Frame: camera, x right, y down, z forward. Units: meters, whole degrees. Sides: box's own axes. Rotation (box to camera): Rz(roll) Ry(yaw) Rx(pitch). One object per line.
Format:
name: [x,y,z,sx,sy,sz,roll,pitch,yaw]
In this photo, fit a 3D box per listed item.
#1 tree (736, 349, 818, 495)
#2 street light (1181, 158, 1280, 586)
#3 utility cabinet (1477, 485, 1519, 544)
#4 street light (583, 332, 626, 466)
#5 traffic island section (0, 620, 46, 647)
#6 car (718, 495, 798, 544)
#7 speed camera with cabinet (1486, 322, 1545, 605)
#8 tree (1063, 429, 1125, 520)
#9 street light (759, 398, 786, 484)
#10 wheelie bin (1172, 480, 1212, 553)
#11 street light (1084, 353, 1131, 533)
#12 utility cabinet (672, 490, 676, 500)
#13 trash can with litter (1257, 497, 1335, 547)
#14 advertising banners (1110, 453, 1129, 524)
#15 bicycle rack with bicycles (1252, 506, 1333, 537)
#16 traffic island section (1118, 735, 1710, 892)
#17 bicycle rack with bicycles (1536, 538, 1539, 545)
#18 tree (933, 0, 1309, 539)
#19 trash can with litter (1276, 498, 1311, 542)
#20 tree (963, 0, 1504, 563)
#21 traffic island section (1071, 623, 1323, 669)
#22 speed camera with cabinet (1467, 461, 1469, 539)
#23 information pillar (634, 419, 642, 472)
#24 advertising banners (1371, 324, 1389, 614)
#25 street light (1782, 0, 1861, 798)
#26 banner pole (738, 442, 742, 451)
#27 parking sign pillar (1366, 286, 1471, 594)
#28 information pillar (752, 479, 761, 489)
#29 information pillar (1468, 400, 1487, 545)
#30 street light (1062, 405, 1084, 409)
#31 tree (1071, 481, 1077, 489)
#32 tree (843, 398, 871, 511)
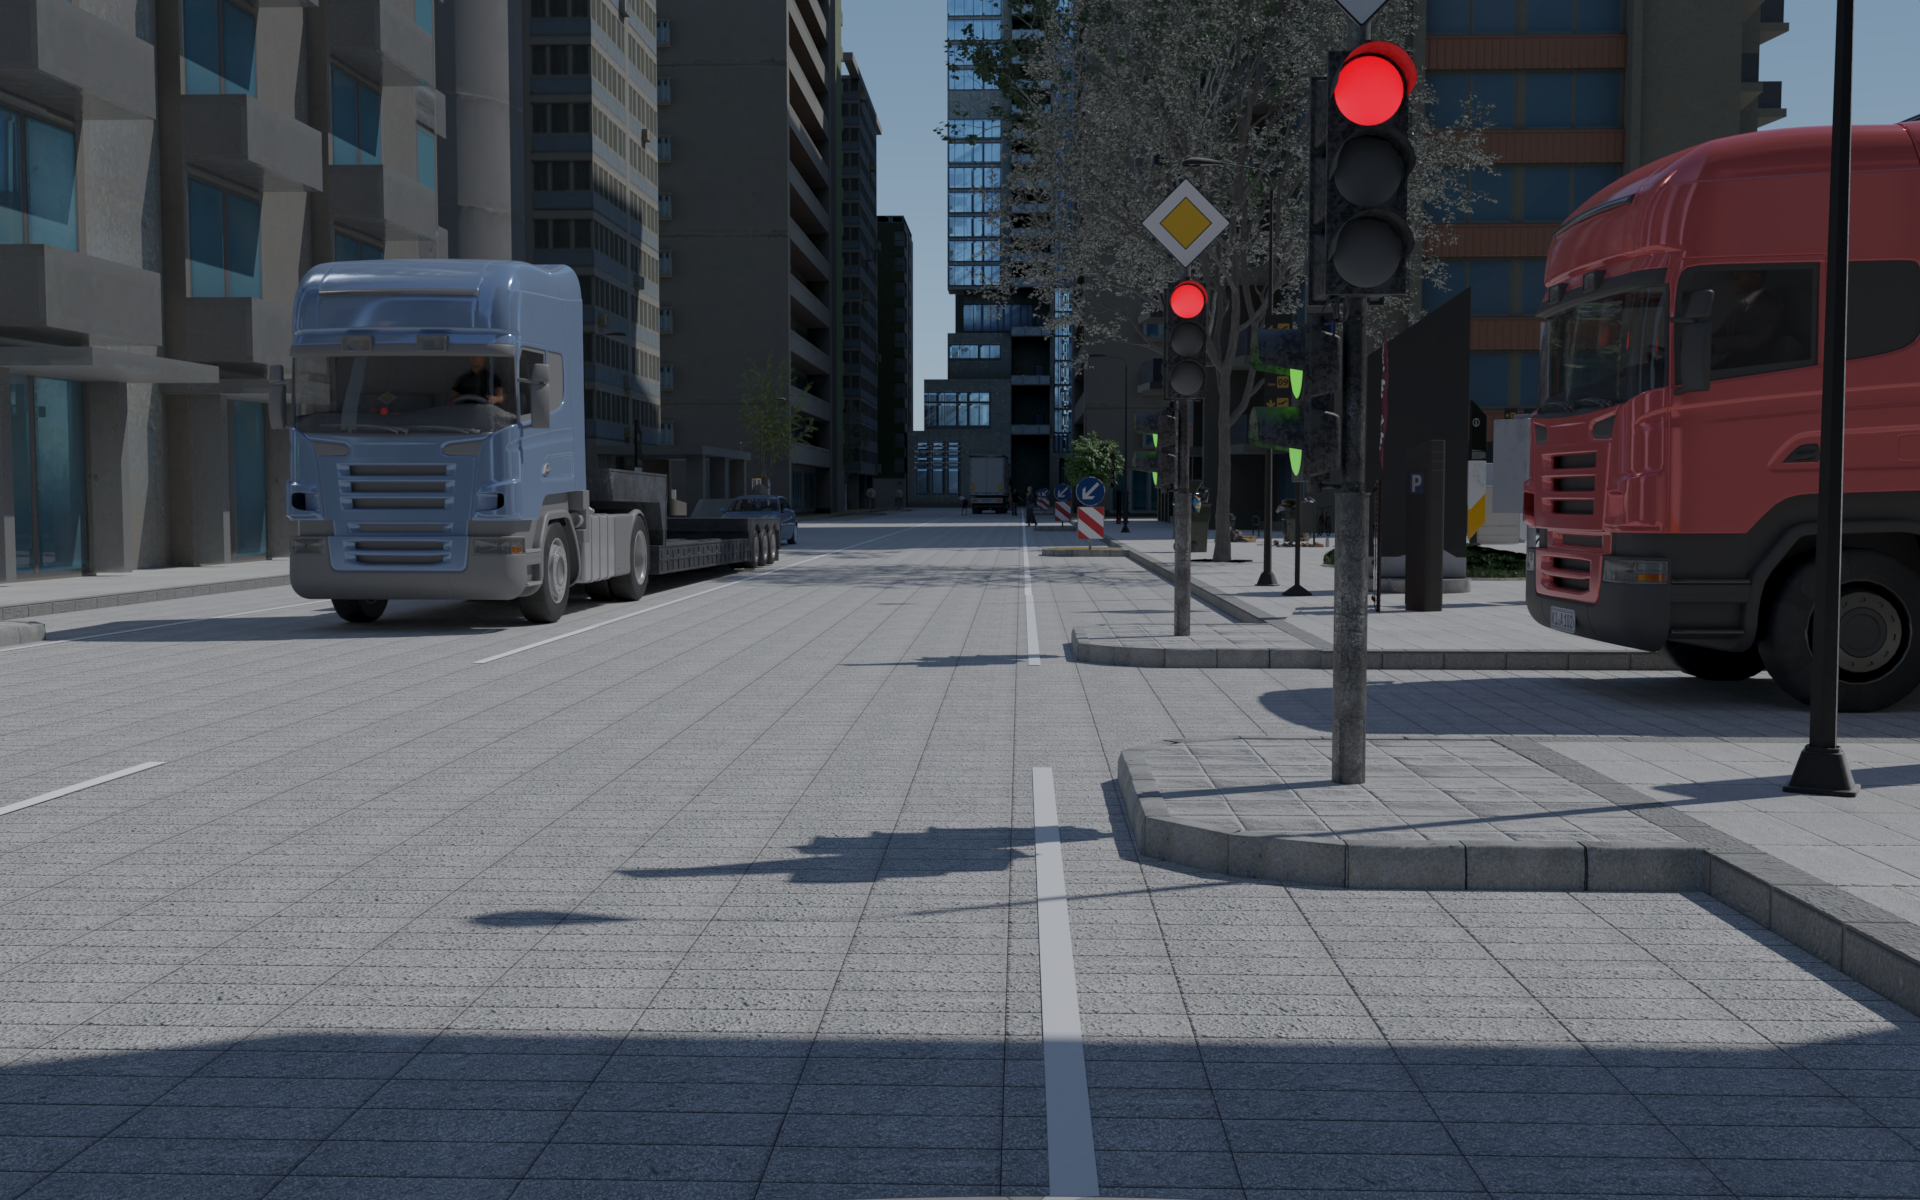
tree: [-9.657,-8.477,88.955,4.737,8.622,4.395,0,3,0]
street light: [3.758,-3.151,24.067,1.470,5.913,1.316,0,4,2]
utility cabinet: [13.579,-2.155,43.908,1.173,1.500,0.318,-1,4,-16]
street light: [-10.241,-4.719,49.695,1.470,5.913,1.316,0,4,2]
traffic island section: [-9.999,0.376,16.126,2.009,0.180,2.903,0,4,2]
car: [-5.638,-2.221,48.320,2.014,1.417,4.499,0,4,4]
speed camera with cabinet: [7.255,-1.601,20.514,2.038,3.252,0.660,-2,4,-28]
tree: [6.749,-6.345,87.447,4.285,4.588,4.351,0,3,0]
street light: [-9.115,-6.804,83.780,1.470,5.913,1.316,0,4,2]
wheelie bin: [5.125,-1.858,38.293,0.693,1.594,0.980,-2,4,-29]
street light: [4.950,-5.187,57.349,1.470,5.913,1.316,0,4,2]
utility cabinet: [-13.893,-4.594,83.791,0.318,1.500,1.173,0,4,-6]
trash can with litter: [8.272,-1.917,42.405,1.678,1.210,2.233,-2,4,-35]
advertising banners: [6.794,-4.754,73.917,0.090,3.025,2.074,2,4,28]
bicycle rack with bicycles: [10.102,-2.435,53.201,2.852,0.926,2.925,0,4,5]
traffic island section: [1.752,0.891,7.717,2.009,0.180,2.903,0,4,2]
bicycle rack with bicycles: [11.497,-0.952,28.955,2.852,0.926,2.925,-2,4,-31]
tree: [5.477,-11.759,48.154,12.611,20.169,13.585,0,3,0]
trash can with litter: [9.002,-2.157,46.647,0.624,1.170,1.055,3,4,37]
tree: [5.081,-7.468,32.465,12.009,13.543,11.850,0,3,0]
traffic island section: [2.034,0.403,15.697,2.009,0.180,2.903,0,4,2]
speed camera with cabinet: [14.931,-3.299,48.274,0.660,3.252,2.038,-2,4,-24]
information pillar: [-10.079,-3.848,54.276,0.183,3.616,0.504,0,4,7]
advertising banners: [4.591,-1.392,18.944,0.090,3.025,2.074,1,4,12]
street light: [3.188,-2.128,7.342,1.470,5.913,1.316,0,4,2]
banner pole: [-10.590,-5.701,83.224,0.401,3.779,0.863,0,4,5]
parking sign pillar: [6.022,-2.102,22.838,1.447,3.967,1.447,1,4,14]
information pillar: [-9.713,-4.783,82.692,0.304,2.012,0.304,2,4,35]
information pillar: [12.867,-3.166,43.113,0.504,3.616,0.183,-1,4,-23]
street light: [6.045,-7.223,90.635,1.470,5.913,1.316,0,4,2]
tree: [6.705,-6.042,93.396,1.663,3.219,1.824,0,3,0]
tree: [-8.951,-11.126,132.273,4.360,8.622,3.978,0,3,0]
